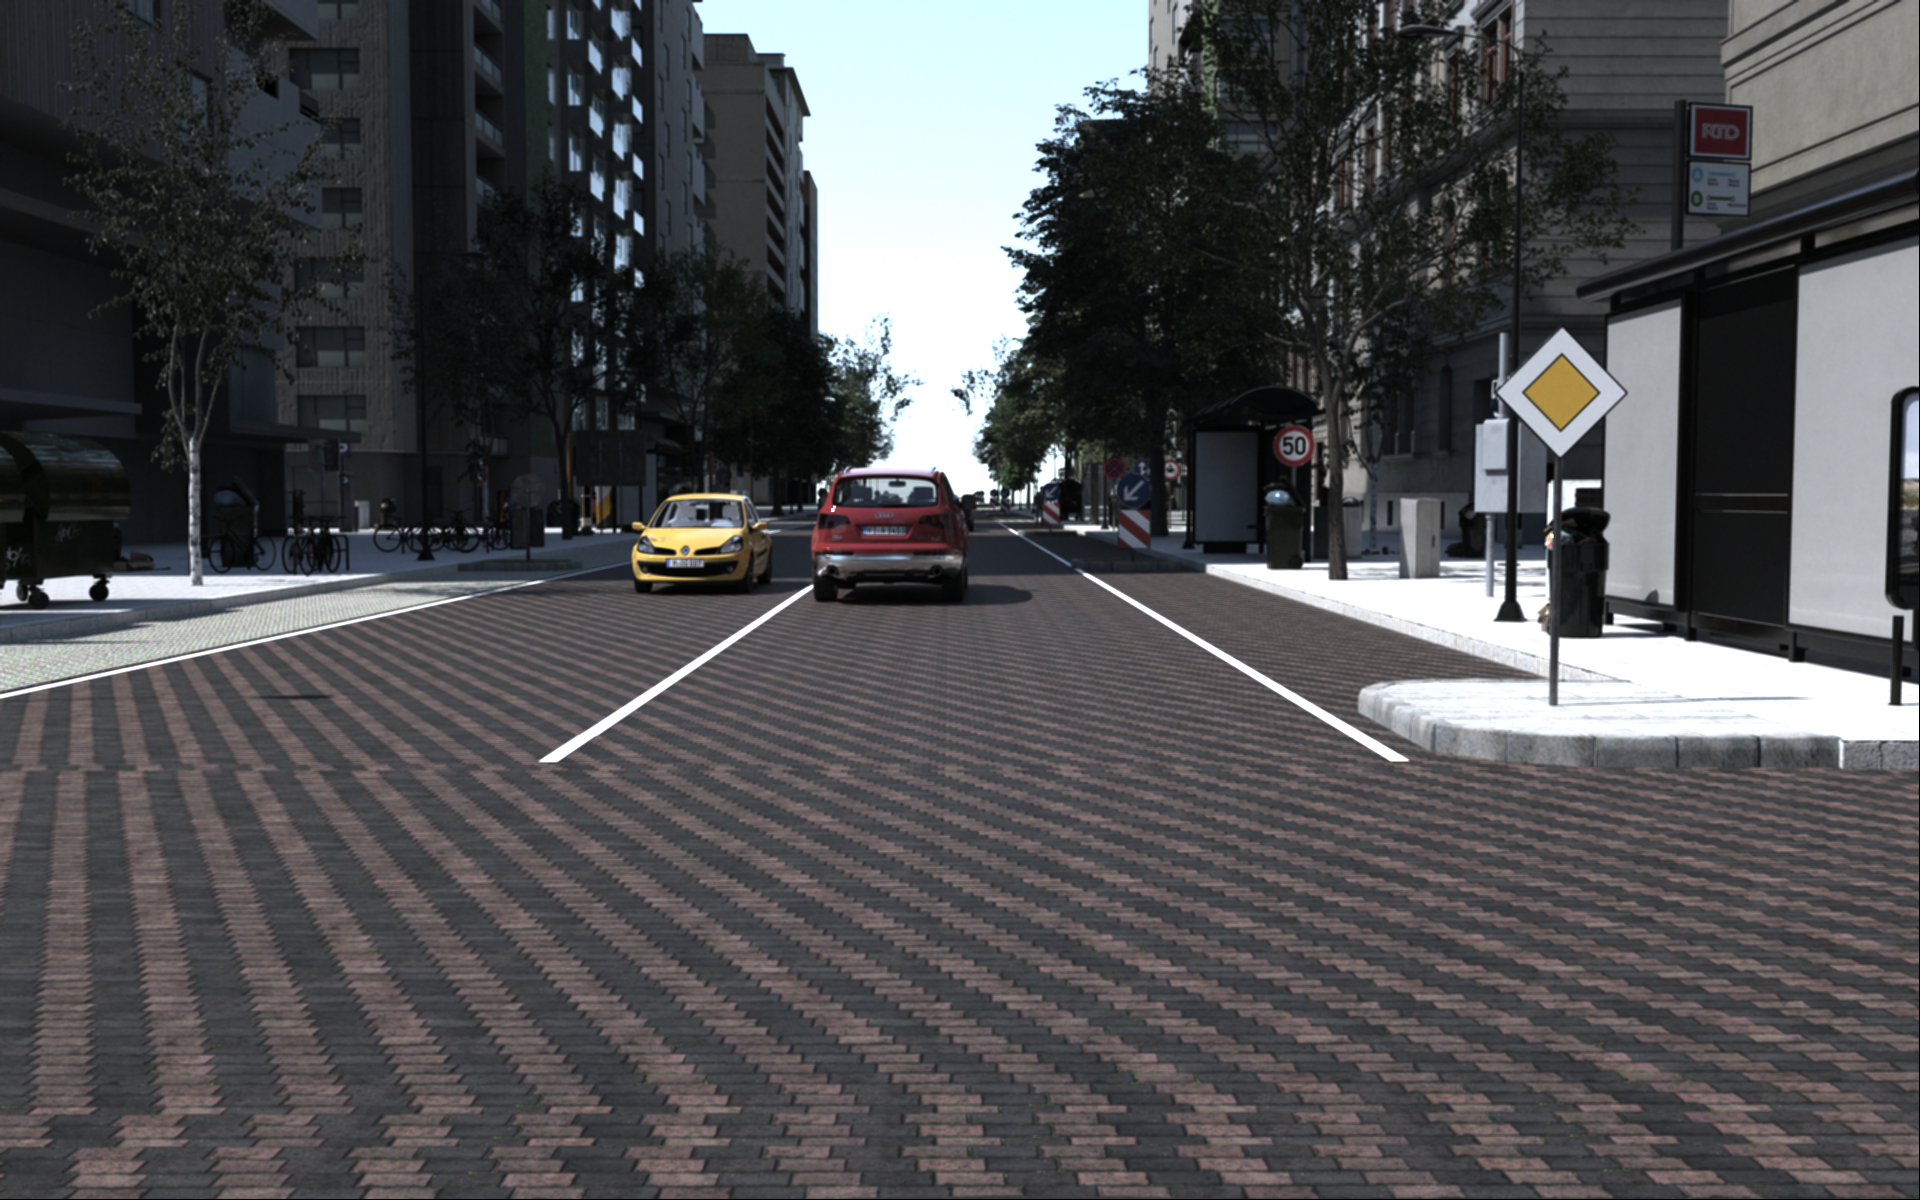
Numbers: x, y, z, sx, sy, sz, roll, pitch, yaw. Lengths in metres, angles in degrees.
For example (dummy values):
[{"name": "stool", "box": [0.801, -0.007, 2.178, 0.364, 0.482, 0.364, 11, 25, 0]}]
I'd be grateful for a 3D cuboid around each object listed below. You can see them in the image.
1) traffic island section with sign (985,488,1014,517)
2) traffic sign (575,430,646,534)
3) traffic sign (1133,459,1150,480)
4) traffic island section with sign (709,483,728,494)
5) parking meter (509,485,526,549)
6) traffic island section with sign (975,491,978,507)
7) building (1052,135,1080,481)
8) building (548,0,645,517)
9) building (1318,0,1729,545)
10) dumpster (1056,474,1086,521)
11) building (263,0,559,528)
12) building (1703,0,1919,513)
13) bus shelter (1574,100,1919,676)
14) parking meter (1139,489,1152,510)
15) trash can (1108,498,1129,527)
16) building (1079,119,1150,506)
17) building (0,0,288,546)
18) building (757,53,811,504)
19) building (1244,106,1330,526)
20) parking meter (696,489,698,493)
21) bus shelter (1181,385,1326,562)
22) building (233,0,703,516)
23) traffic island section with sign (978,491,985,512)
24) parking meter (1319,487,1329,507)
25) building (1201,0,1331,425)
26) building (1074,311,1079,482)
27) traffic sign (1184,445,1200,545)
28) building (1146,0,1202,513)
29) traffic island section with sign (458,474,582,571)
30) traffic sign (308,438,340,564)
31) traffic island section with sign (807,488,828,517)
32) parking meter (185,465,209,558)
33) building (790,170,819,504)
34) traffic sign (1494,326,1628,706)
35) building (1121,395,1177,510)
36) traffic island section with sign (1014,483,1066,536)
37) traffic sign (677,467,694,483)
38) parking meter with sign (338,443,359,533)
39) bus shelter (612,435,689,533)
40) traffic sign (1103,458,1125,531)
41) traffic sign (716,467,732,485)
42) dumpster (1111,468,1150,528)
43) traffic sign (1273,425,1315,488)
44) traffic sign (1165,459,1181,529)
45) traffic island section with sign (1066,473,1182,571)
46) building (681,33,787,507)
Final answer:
[{"name": "traffic island section with sign", "box": [2.744, -6.205, 110.071, 1.989, 1.847, 2.006, 0, 4, 0]}, {"name": "traffic sign", "box": [-11.054, -3.730, 54.853, 2.265, 3.308, 0.079, 0, 4, 4]}, {"name": "traffic sign", "box": [6.745, -3.889, 63.697, 0.768, 2.556, 0.104, 0, 4, 2]}, {"name": "traffic island section with sign", "box": [-8.401, -3.157, 60.246, 1.989, 1.847, 2.006, 0, 4, 0]}, {"name": "parking meter", "box": [-10.302, -1.952, 40.327, 0.372, 1.533, 0.369, 0, 3, 0]}, {"name": "traffic island section with sign", "box": [2.298, -11.239, 192.386, 1.989, 1.847, 2.006, 0, 4, 0]}, {"name": "building", "box": [24.510, -37.302, 229.491, 23.786, 49.044, 30.456, 0, 4, 0]}, {"name": "building", "box": [-30.996, -29.414, 100.521, 23.786, 49.044, 30.456, 0, 4, 0]}, {"name": "building", "box": [20.067, -16.307, 54.012, 14.401, 28.519, 23.554, 0, 4, 0]}, {"name": "dumpster", "box": [5.291, -4.979, 83.900, 1.502, 2.255, 1.985, 0, 4, 0]}, {"name": "building", "box": [-25.034, -23.624, 69.853, 14.154, 41.232, 14.086, 0, 4, 0]}, {"name": "building", "box": [28.741, -11.754, 25.469, 30.059, 22.955, 16.112, 0, 4, 0]}, {"name": "bus shelter", "box": [7.118, -2.310, 15.404, 2.179, 5.291, 8.768, 0, 4, 0]}, {"name": "parking meter", "box": [5.394, -2.573, 50.484, 0.372, 1.533, 0.369, 0, 3, 0]}, {"name": "trash can", "box": [6.073, -3.401, 67.256, 0.748, 1.137, 0.748, 0, 3, 0]}, {"name": "building", "box": [20.125, -31.104, 192.152, 14.154, 41.232, 14.086, 0, 4, 0]}, {"name": "building", "box": [-31.173, -27.363, 36.625, 28.713, 52.752, 27.495, 0, 4, 0]}, {"name": "building", "box": [-33.389, -38.105, 212.250, 28.713, 52.752, 27.495, 0, 4, 0]}, {"name": "building", "box": [18.803, -12.908, 75.673, 10.561, 19.102, 19.286, 0, 4, 0]}, {"name": "parking meter", "box": [-12.259, -4.477, 81.618, 0.372, 1.533, 0.369, 0, 3, 0]}, {"name": "bus shelter", "box": [5.815, -2.507, 34.913, 2.014, 3.302, 5.546, 0, 4, 0]}, {"name": "building", "box": [-34.066, -33.066, 129.860, 28.713, 52.752, 27.495, 0, 4, 0]}, {"name": "traffic island section with sign", "box": [2.598, -7.858, 137.109, 1.989, 1.847, 2.006, 0, 4, 0]}, {"name": "parking meter", "box": [12.408, -3.088, 58.899, 0.372, 1.533, 0.369, 0, 3, 0]}, {"name": "building", "box": [19.974, -25.129, 94.447, 14.154, 41.232, 14.086, 0, 4, 0]}, {"name": "building", "box": [20.619, -26.645, 207.347, 14.160, 30.474, 14.107, 0, 4, 0]}, {"name": "traffic sign", "box": [5.976, -2.645, 43.344, 0.768, 2.556, 0.104, 0, 4, 1]}, {"name": "building", "box": [27.255, -32.150, 114.886, 28.713, 52.752, 27.495, 0, 4, 0]}, {"name": "traffic island section with sign", "box": [-8.253, -1.477, 32.781, 1.989, 1.847, 2.006, 0, 4, 0]}, {"name": "traffic sign", "box": [-11.680, -1.816, 31.817, 0.606, 2.300, 0.079, 0, 4, 7]}, {"name": "traffic island section with sign", "box": [-8.679, -6.212, 110.200, 1.989, 1.847, 2.006, 0, 4, 0]}, {"name": "parking meter", "box": [-15.211, -1.762, 34.513, 0.399, 1.863, 0.255, -1, 4, -23]}, {"name": "building", "box": [-26.487, -35.671, 233.324, 14.600, 45.320, 14.200, 0, 4, 0]}, {"name": "traffic sign", "box": [3.594, -0.415, 10.435, 0.795, 2.450, 0.064, 0, 4, 0]}, {"name": "building", "box": [29.538, -27.499, 141.483, 32.217, 40.220, 23.993, 0, 4, 0]}, {"name": "traffic island section with sign", "box": [3.019, -3.164, 60.365, 1.989, 1.847, 2.006, 0, 4, 0]}, {"name": "traffic sign", "box": [-12.421, -4.784, 78.328, 0.768, 2.556, 0.104, 0, 4, 3]}, {"name": "parking meter with sign", "box": [-20.665, -3.801, 58.413, 0.543, 3.016, 1.738, -1, 4, -9]}, {"name": "bus shelter", "box": [-10.808, -4.042, 60.006, 2.014, 3.302, 5.546, 0, 4, 0]}, {"name": "traffic sign", "box": [5.393, -3.701, 60.615, 0.768, 2.556, 0.104, 0, 3, 0]}, {"name": "traffic sign", "box": [-11.129, -4.985, 81.611, 0.768, 2.556, 0.104, 0, 4, 1]}, {"name": "dumpster", "box": [6.501, -3.816, 64.884, 1.502, 2.255, 1.985, 0, 4, 0]}, {"name": "traffic sign", "box": [6.155, -1.948, 31.961, 0.768, 2.556, 0.104, 1, 4, 8]}, {"name": "traffic sign", "box": [7.719, -3.888, 63.671, 0.768, 2.556, 0.104, 0, 3, 0]}, {"name": "traffic island section with sign", "box": [3.164, -1.516, 33.410, 1.989, 1.847, 2.006, 0, 4, 0]}, {"name": "building", "box": [-30.473, -34.458, 187.091, 21.300, 48.544, 21.600, 0, 4, 0]}]
